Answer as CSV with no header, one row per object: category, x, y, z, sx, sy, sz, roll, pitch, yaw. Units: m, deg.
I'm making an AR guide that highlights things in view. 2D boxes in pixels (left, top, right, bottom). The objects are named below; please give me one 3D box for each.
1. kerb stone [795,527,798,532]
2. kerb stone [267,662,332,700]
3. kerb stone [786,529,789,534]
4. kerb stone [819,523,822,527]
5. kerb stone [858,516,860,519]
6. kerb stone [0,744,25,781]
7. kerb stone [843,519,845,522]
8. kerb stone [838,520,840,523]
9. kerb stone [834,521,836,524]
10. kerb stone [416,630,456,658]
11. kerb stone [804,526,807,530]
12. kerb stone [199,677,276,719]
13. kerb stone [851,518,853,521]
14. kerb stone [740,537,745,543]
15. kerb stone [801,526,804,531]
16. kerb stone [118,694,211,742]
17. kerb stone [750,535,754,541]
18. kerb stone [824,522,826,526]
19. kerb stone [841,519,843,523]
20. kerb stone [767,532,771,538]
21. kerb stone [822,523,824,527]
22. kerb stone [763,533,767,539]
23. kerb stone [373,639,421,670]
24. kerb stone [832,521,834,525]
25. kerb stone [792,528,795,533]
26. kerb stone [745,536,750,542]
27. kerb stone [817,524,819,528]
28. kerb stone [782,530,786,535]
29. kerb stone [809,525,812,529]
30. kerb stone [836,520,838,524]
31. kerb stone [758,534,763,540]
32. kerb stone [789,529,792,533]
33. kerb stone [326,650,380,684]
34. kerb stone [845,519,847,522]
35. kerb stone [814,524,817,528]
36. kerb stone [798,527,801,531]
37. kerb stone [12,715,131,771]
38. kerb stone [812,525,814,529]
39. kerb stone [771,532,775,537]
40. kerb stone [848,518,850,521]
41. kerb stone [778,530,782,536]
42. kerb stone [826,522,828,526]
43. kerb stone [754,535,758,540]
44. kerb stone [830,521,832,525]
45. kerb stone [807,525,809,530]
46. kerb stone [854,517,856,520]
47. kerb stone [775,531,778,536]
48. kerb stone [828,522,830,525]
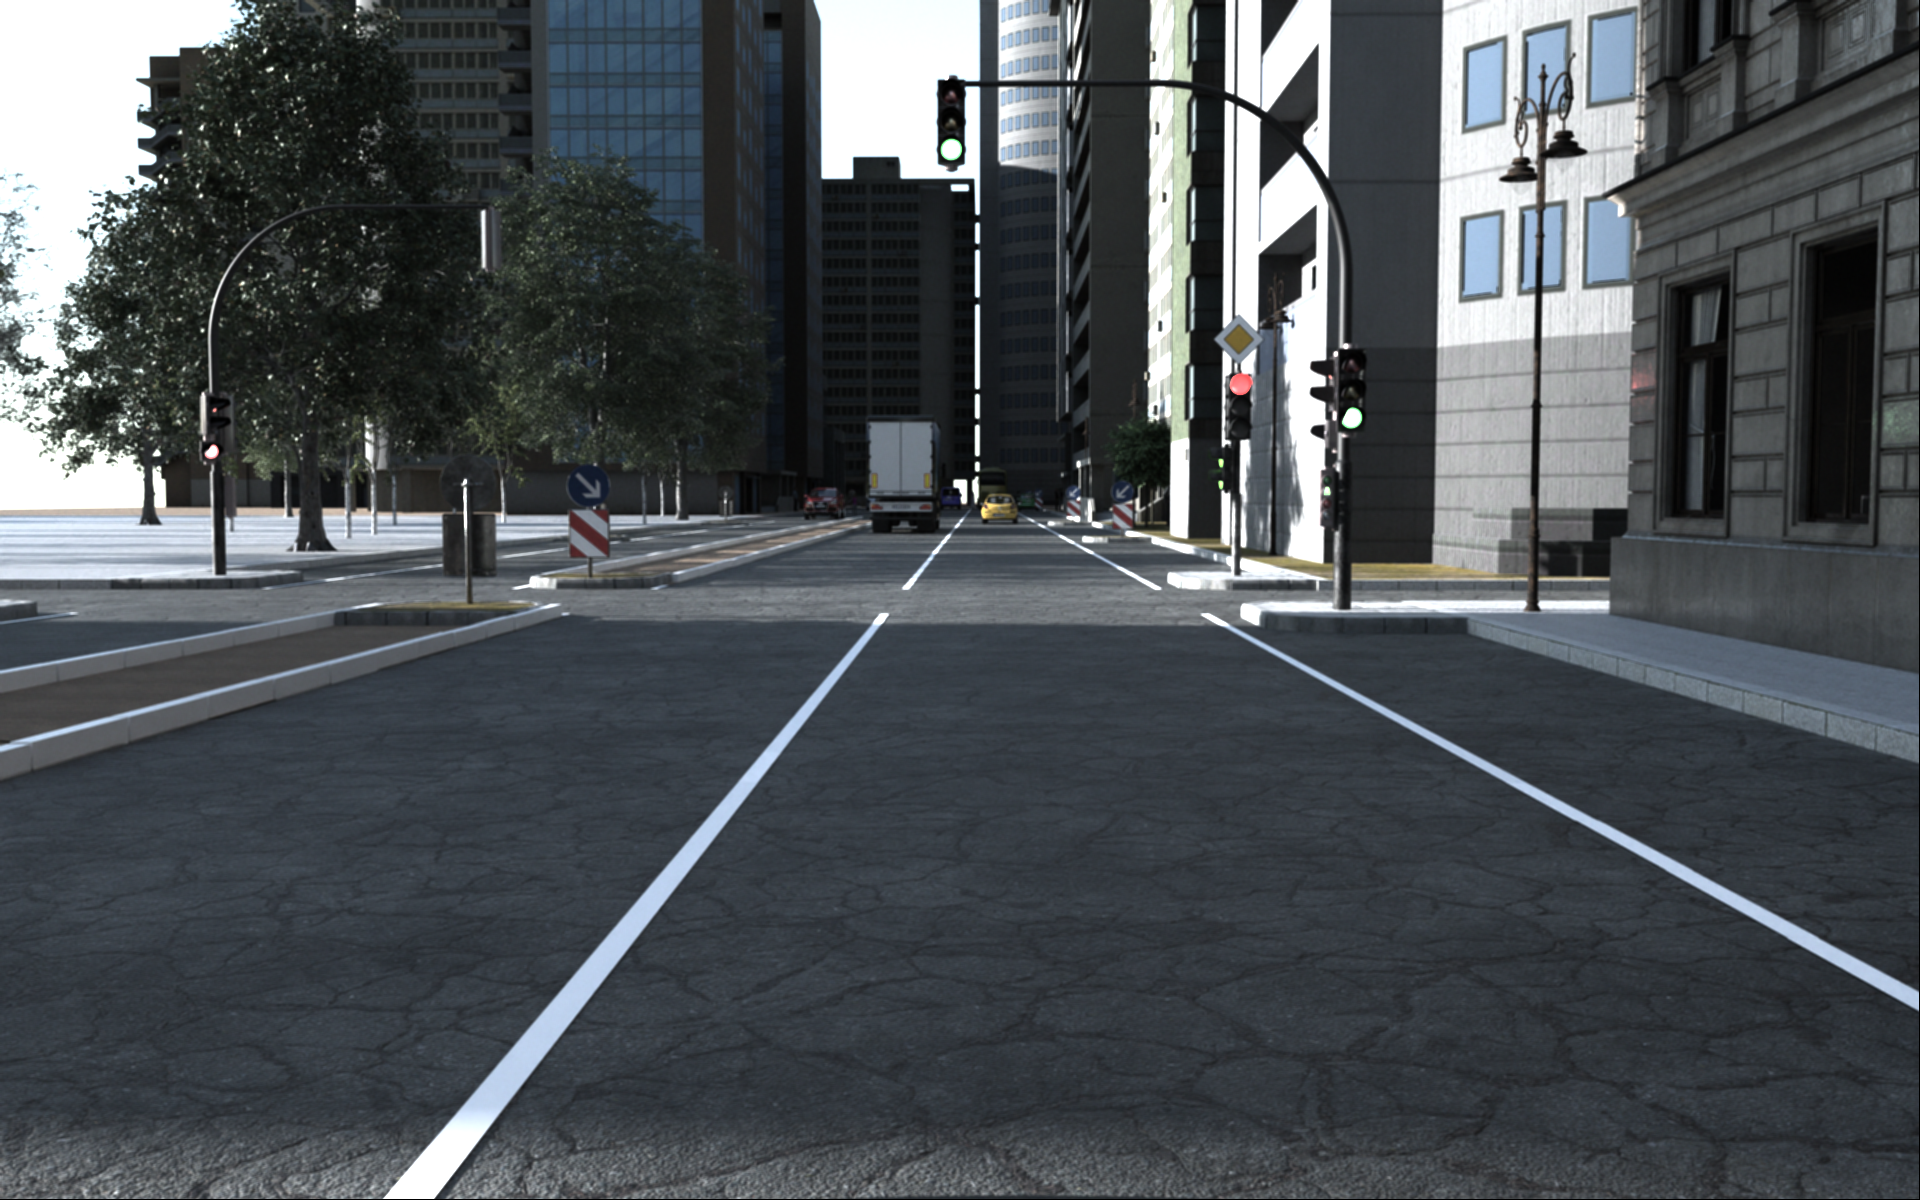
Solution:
kerb stone,-6.216,-2.577,64.338,0.120,0.150,1.000,0,4,1
kerb stone,-4.808,0.591,12.527,0.120,0.150,1.000,0,4,1
kerb stone,-6.256,-2.389,61.263,0.120,0.150,1.000,0,4,1
kerb stone,-6.094,-3.142,73.566,0.120,0.150,1.000,0,4,1
kerb stone,-5.792,-4.520,96.122,0.120,0.150,1.000,0,4,1
kerb stone,-4.860,0.848,8.435,0.120,0.150,1.000,0,4,1
kerb stone,-5.932,-3.894,85.863,0.120,0.150,1.000,0,4,1
kerb stone,-5.975,-3.706,82.794,0.120,0.150,1.000,0,4,1
kerb stone,-5.998,-3.581,80.741,0.120,0.150,1.000,0,4,1
kerb stone,-4.775,0.405,15.600,0.120,0.150,1.000,0,4,1
kerb stone,-6.171,-2.766,67.421,0.120,0.150,1.000,0,4,1
kerb stone,-4.827,0.654,11.505,0.120,0.150,1.000,0,4,1
kerb stone,-5.865,-4.208,90.995,0.120,0.150,1.000,0,4,1
kerb stone,-6.411,-1.700,49.990,0.120,0.150,1.000,0,4,1
kerb stone,-6.189,-2.703,66.394,0.120,0.150,1.000,0,4,1
kerb stone,-4.833,0.717,10.478,0.120,0.150,1.000,0,4,1
kerb stone,-6.384,-1.825,52.038,0.120,0.150,1.000,0,4,1
kerb stone,-6.065,-3.266,75.612,0.120,0.150,1.000,0,4,1
kerb stone,-5.944,-3.828,84.839,0.120,0.150,1.000,0,4,1
kerb stone,-6.327,-2.076,56.146,0.120,0.150,1.000,0,4,1
kerb stone,-6.081,-3.199,74.591,0.120,0.150,1.000,0,4,1
kerb stone,-6.340,-2.014,55.119,0.120,0.150,1.000,0,4,1
kerb stone,-4.784,0.467,14.572,0.120,0.150,1.000,0,4,1
kerb stone,-6.010,-3.518,79.719,0.120,0.150,1.000,0,4,1
kerb stone,-6.232,-2.513,63.316,0.120,0.150,1.000,0,4,1
kerb stone,-6.401,-1.763,51.016,0.120,0.150,1.000,0,4,1
kerb stone,-6.111,-3.079,72.534,0.120,0.150,1.000,0,4,1
kerb stone,-6.267,-2.327,60.238,0.120,0.150,1.000,0,4,1
kerb stone,-6.155,-2.891,69.468,0.120,0.150,1.000,0,4,1
kerb stone,-5.984,-3.644,81.768,0.120,0.150,1.000,0,4,1
kerb stone,-6.360,-1.949,54.092,0.120,0.150,1.000,0,4,1
kerb stone,-6.245,-2.452,62.288,0.120,0.150,1.000,0,4,1
kerb stone,-4.790,0.529,13.549,0.120,0.150,1.000,0,4,1
kerb stone,-5.916,-3.957,86.885,0.120,0.150,1.000,0,4,1
kerb stone,-6.126,-3.016,71.512,0.120,0.150,1.000,0,4,1
kerb stone,-6.205,-2.640,65.372,0.120,0.150,1.000,0,4,1
kerb stone,-4.848,0.779,9.456,0.120,0.150,1.000,0,4,1
kerb stone,-6.142,-2.954,70.490,0.120,0.150,1.000,0,4,1
kerb stone,-6.310,-2.132,57.169,0.120,0.150,1.000,0,4,1
kerb stone,-5.882,-4.082,88.929,0.120,0.150,1.000,0,4,1
kerb stone,-6.287,-2.264,59.216,0.120,0.150,1.000,0,4,1
kerb stone,-6.054,-3.324,76.642,0.120,0.150,1.000,0,4,1
kerb stone,-6.378,-1.888,53.062,0.120,0.150,1.000,0,4,1
kerb stone,-6.030,-3.453,78.690,0.120,0.150,1.000,0,4,1
kerb stone,-6.168,-2.827,68.444,0.120,0.150,1.000,0,4,1
kerb stone,-5.839,-4.329,93.040,0.120,0.150,1.000,0,4,1
kerb stone,-6.306,-2.200,58.191,0.120,0.150,1.000,0,4,1
kerb stone,-6.041,-3.392,77.664,0.120,0.150,1.000,0,4,1
